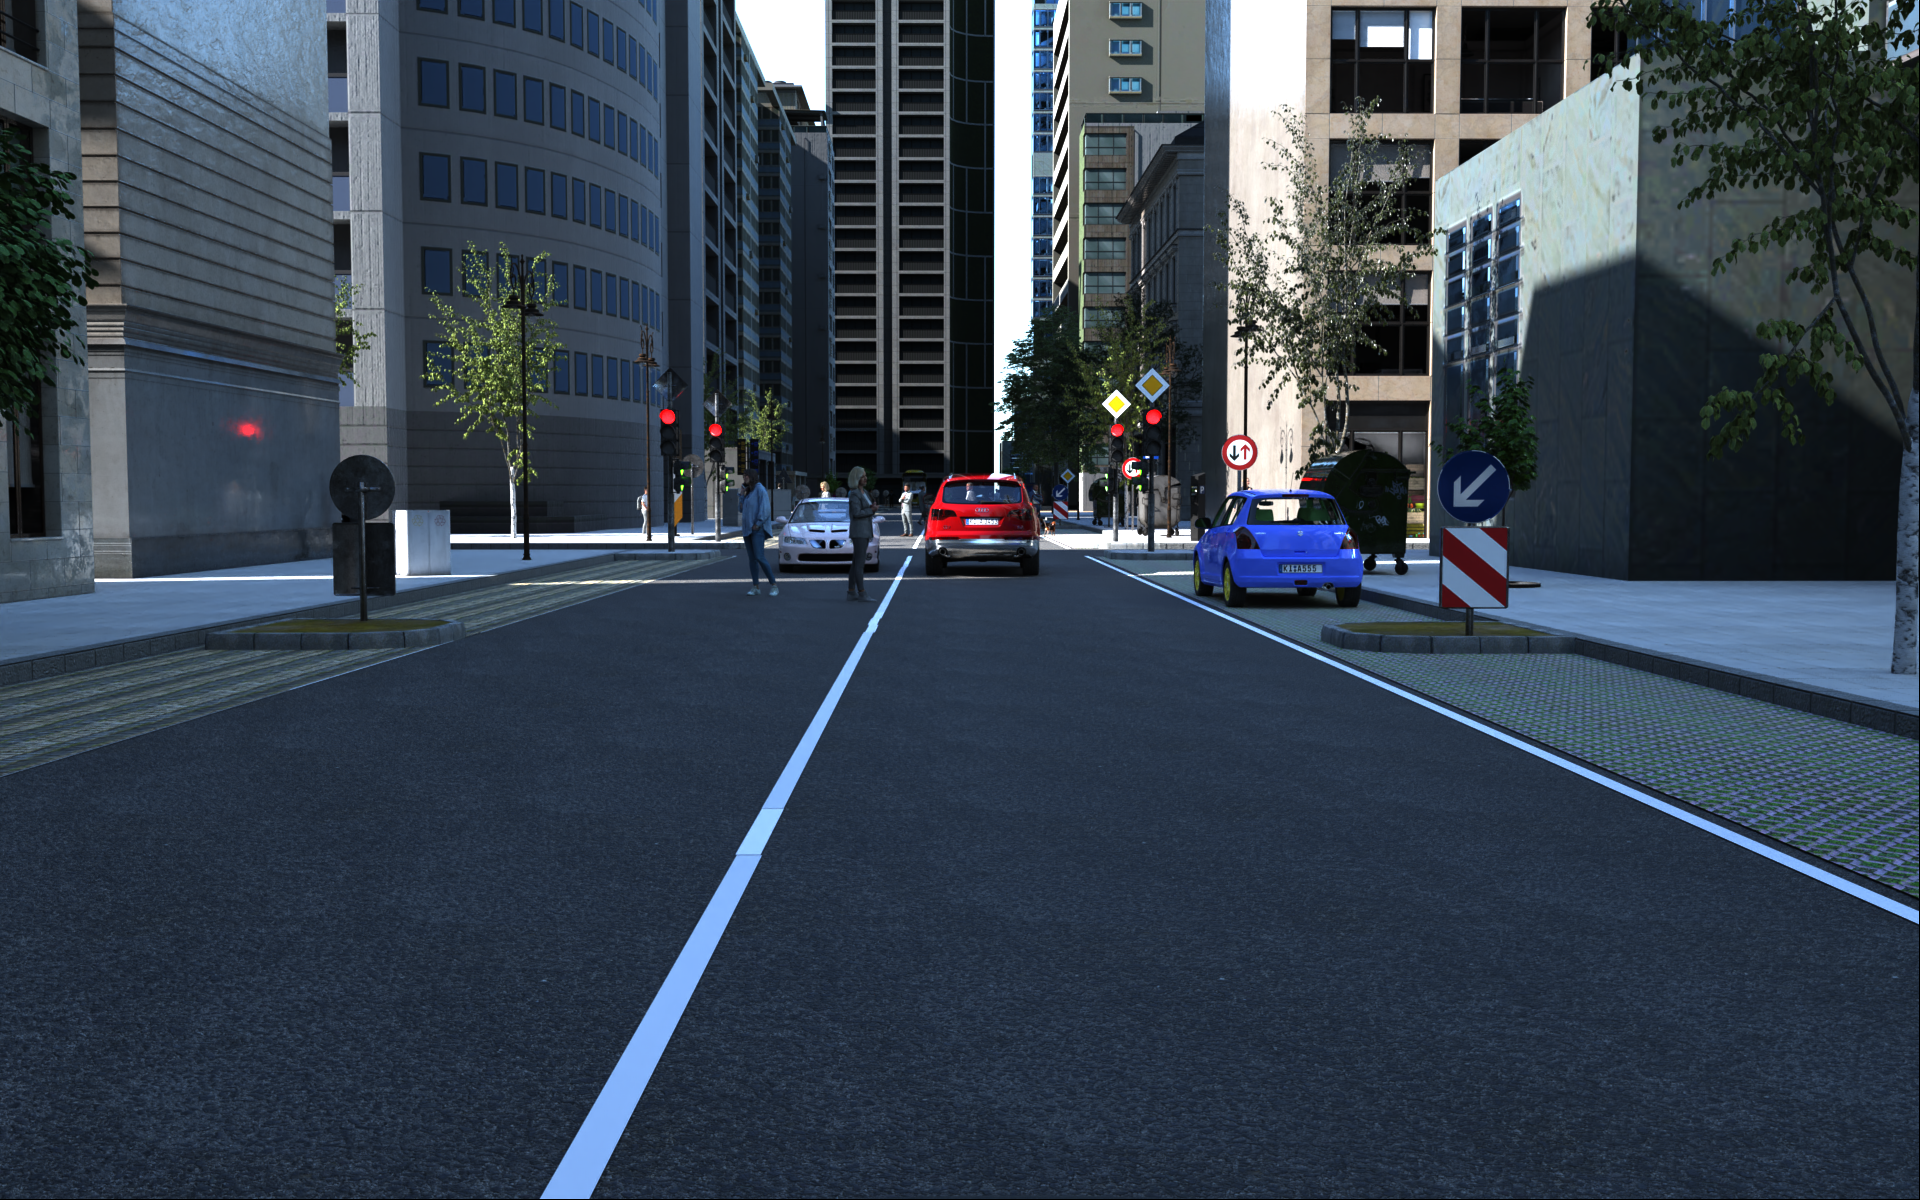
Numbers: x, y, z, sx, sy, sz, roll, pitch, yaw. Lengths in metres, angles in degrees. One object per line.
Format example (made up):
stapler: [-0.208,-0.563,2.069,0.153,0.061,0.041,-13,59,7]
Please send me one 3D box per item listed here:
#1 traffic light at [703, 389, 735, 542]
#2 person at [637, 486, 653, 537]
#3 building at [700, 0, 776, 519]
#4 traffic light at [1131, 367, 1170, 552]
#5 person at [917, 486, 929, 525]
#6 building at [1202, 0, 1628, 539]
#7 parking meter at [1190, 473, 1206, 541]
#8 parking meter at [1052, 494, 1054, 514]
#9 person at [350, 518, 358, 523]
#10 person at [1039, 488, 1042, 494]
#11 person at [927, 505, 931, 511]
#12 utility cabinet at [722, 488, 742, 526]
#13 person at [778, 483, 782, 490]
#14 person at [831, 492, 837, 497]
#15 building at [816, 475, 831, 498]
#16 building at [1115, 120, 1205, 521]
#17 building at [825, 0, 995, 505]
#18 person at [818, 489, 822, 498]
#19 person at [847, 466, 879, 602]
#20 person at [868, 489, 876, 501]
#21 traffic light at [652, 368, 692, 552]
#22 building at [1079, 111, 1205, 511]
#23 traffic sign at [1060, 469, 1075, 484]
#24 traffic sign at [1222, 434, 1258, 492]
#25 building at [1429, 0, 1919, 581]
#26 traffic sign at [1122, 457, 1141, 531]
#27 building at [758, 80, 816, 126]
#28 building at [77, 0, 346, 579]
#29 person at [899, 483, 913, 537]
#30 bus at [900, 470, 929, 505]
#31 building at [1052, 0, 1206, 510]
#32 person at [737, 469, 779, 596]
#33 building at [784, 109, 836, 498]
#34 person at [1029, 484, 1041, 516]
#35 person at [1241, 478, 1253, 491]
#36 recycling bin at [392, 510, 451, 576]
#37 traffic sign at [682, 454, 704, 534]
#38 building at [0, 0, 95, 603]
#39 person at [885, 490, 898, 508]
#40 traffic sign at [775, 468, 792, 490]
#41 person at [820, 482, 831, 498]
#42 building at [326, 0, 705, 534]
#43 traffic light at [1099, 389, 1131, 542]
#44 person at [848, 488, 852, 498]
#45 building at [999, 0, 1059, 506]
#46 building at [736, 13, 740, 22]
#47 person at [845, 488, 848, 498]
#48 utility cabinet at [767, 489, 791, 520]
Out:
traffic light: [-6.486,-3.519,46.449,0.839,4.253,0.868,0,4,-1]
person: [-9.447,-2.663,52.172,0.523,1.515,0.503,-2,4,-28]
building: [-21.323,-40.364,98.198,20.563,71.187,20.611,0,4,-1]
traffic light: [4.250,-3.037,38.580,0.839,4.253,0.868,0,4,-1]
person: [-1.679,-4.404,80.599,0.767,1.812,0.694,-2,4,-26]
building: [26.699,-15.552,58.793,34.151,26.468,19.350,0,4,-1]
parking meter: [6.478,-2.535,47.166,0.255,1.863,0.399,3,5,45]
parking meter: [6.147,-6.378,112.688,0.372,1.533,0.369,0,3,0]
person: [-12.065,-1.737,34.628,0.473,1.802,0.592,-1,4,-11]
person: [6.790,-8.605,146.764,0.705,1.821,1.348,0,4,-6]
person: [-1.708,-5.070,96.077,0.332,1.250,0.352,0,4,6]
utility cabinet: [-8.967,-3.655,68.442,0.318,1.500,1.173,-3,4,-39]
person: [-9.422,-5.159,90.162,0.659,1.850,0.755,2,4,35]
person: [-11.164,-8.829,153.618,0.991,1.433,0.599,-1,4,-9]
building: [-28.102,-28.457,157.159,32.217,40.220,23.993,0,4,-1]
building: [14.528,-15.344,101.788,10.553,20.767,40.483,0,4,-1]
building: [-5.932,-47.621,216.856,20.611,71.187,20.563,0,4,-1]
person: [-10.075,-7.361,127.178,0.721,1.735,1.217,-2,4,-35]
person: [-1.276,-0.888,23.210,0.526,1.800,0.537,1,4,22]
person: [-7.023,-7.812,136.242,0.705,1.823,1.348,-2,4,-27]
traffic light: [-6.411,-3.030,38.465,0.839,4.253,0.868,0,4,-1]
building: [16.079,-22.199,134.659,14.160,30.474,14.107,0,4,-1]
traffic sign: [5.532,-5.436,88.606,0.795,2.593,0.064,0,4,1]
traffic sign: [5.986,-2.264,37.131,0.768,2.556,0.104,0,4,6]
building: [21.070,-43.142,18.043,22.319,86.520,31.000,0,4,-1]
traffic sign: [6.025,-3.686,60.364,0.768,2.556,0.104,0,4,3]
building: [-30.529,-38.682,221.683,27.495,52.752,28.713,0,4,-1]
building: [-21.495,-11.072,30.178,18.267,20.994,9.793,0,4,-1]
person: [-1.828,-3.036,58.323,0.511,1.800,0.466,2,4,32]
bus: [-4.760,-11.472,179.120,2.896,3.916,12.252,0,4,-2]
building: [19.445,-32.328,152.259,21.300,48.544,21.600,0,4,-1]
person: [-2.855,-0.963,24.516,0.793,1.790,0.793,1,4,20]
building: [-20.613,-30.765,186.604,14.086,41.232,14.154,0,4,-1]
person: [2.691,-3.304,62.698,0.419,1.800,0.721,2,4,29]
person: [8.400,-2.739,51.244,0.576,1.772,0.534,-2,4,-30]
recycling bin: [-8.551,-0.915,27.508,0.722,1.027,0.722,-2,4,-35]
traffic sign: [-8.514,-3.361,55.053,0.768,2.556,0.104,1,4,9]
building: [-16.350,-9.707,13.461,10.420,20.320,16.860,0,4,-1]
person: [-6.757,-9.955,170.896,1.348,1.869,0.705,0,4,7]
traffic sign: [-8.644,-5.196,84.953,0.884,2.594,0.081,1,4,8]
person: [-3.948,-2.606,51.297,0.728,1.800,0.709,-1,4,-21]
building: [-22.451,-32.063,66.222,21.231,58.520,28.212,0,4,-1]
traffic light: [4.175,-3.526,46.565,0.839,4.253,0.868,0,4,-1]
person: [-5.203,-4.496,81.868,0.748,1.841,0.638,1,4,11]
building: [20.526,-55.303,216.877,31.000,86.520,22.319,0,4,-1]
building: [-28.387,-26.979,132.981,32.217,40.220,23.993,0,4,-1]
person: [-10.895,-9.715,164.888,1.348,1.822,0.705,-1,4,-18]
utility cabinet: [-8.758,-4.592,83.752,1.173,1.500,0.318,-2,4,-30]
